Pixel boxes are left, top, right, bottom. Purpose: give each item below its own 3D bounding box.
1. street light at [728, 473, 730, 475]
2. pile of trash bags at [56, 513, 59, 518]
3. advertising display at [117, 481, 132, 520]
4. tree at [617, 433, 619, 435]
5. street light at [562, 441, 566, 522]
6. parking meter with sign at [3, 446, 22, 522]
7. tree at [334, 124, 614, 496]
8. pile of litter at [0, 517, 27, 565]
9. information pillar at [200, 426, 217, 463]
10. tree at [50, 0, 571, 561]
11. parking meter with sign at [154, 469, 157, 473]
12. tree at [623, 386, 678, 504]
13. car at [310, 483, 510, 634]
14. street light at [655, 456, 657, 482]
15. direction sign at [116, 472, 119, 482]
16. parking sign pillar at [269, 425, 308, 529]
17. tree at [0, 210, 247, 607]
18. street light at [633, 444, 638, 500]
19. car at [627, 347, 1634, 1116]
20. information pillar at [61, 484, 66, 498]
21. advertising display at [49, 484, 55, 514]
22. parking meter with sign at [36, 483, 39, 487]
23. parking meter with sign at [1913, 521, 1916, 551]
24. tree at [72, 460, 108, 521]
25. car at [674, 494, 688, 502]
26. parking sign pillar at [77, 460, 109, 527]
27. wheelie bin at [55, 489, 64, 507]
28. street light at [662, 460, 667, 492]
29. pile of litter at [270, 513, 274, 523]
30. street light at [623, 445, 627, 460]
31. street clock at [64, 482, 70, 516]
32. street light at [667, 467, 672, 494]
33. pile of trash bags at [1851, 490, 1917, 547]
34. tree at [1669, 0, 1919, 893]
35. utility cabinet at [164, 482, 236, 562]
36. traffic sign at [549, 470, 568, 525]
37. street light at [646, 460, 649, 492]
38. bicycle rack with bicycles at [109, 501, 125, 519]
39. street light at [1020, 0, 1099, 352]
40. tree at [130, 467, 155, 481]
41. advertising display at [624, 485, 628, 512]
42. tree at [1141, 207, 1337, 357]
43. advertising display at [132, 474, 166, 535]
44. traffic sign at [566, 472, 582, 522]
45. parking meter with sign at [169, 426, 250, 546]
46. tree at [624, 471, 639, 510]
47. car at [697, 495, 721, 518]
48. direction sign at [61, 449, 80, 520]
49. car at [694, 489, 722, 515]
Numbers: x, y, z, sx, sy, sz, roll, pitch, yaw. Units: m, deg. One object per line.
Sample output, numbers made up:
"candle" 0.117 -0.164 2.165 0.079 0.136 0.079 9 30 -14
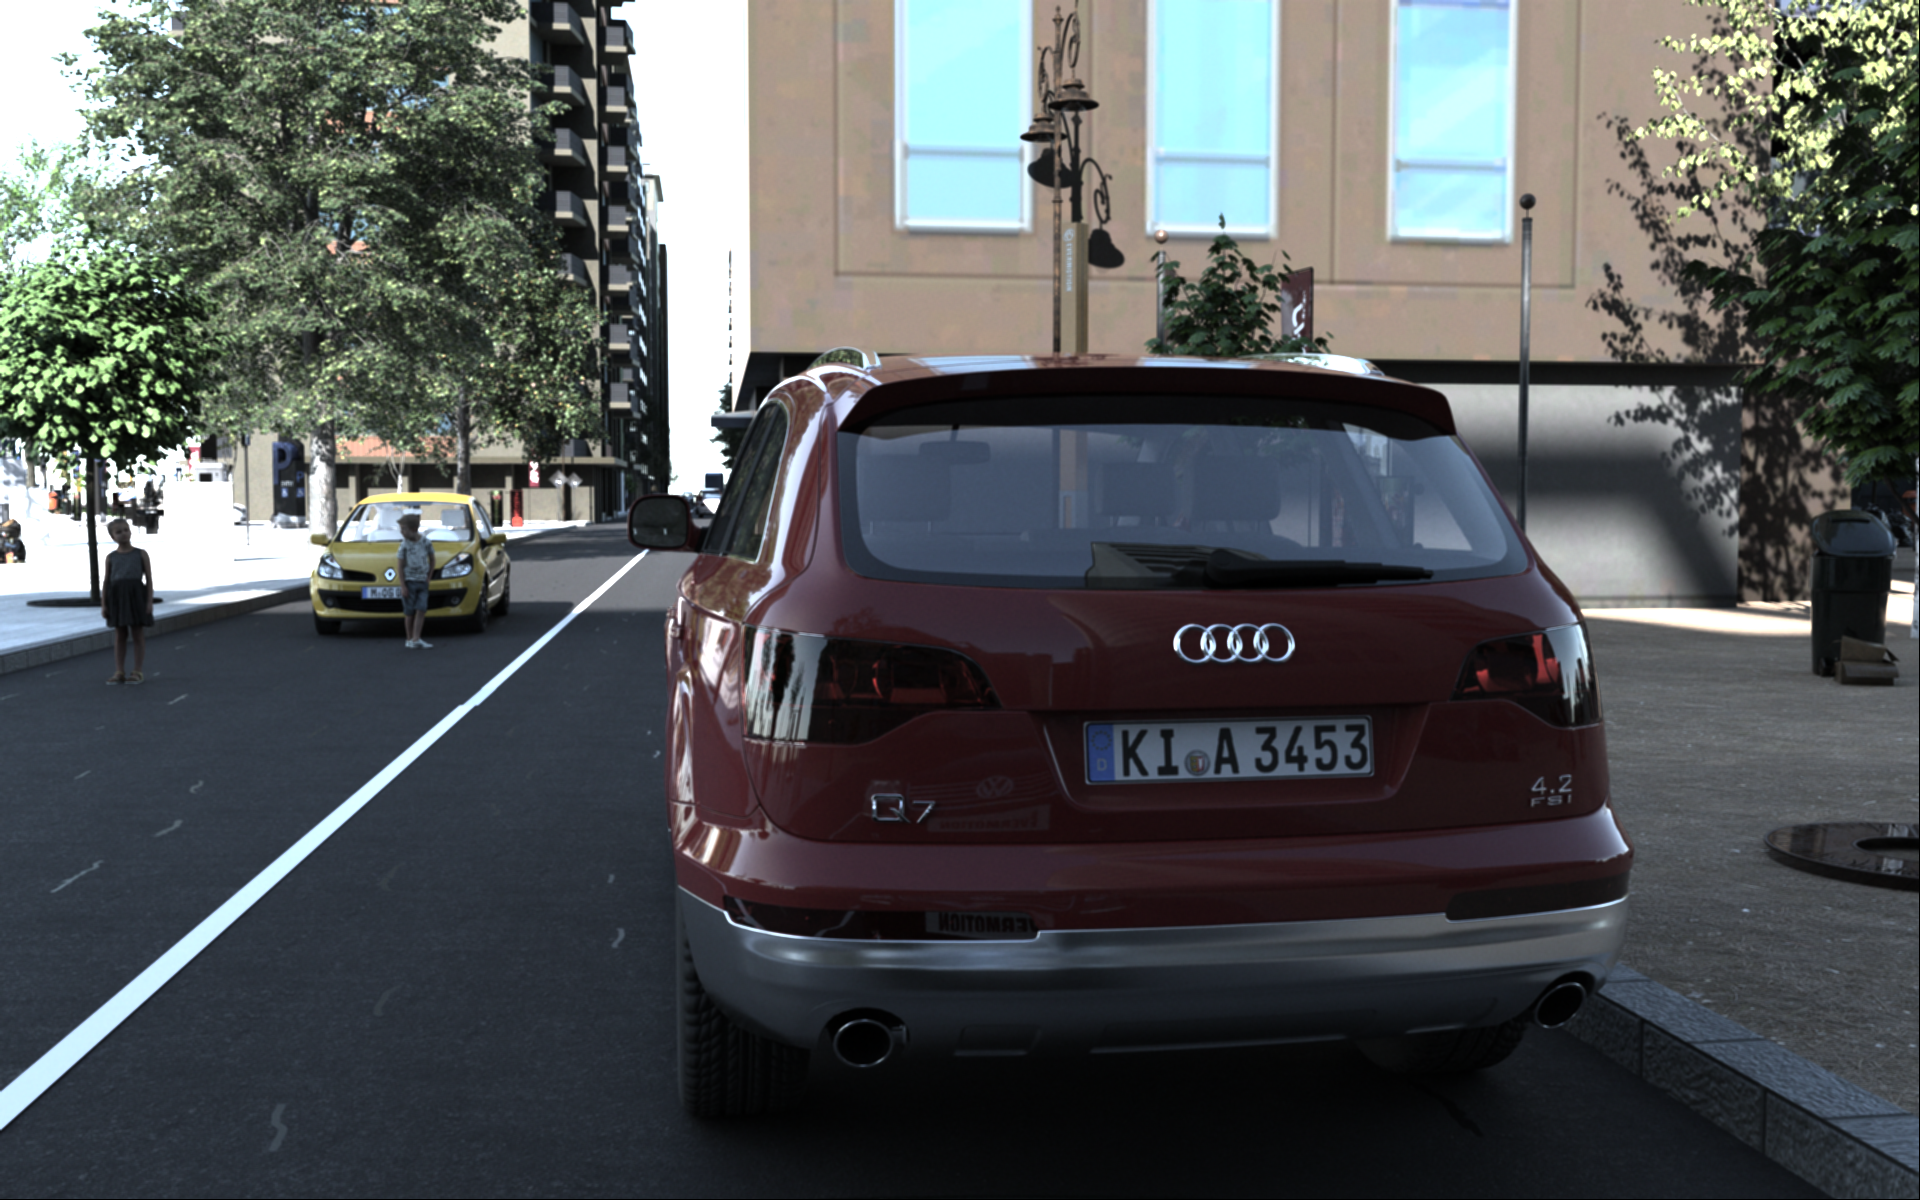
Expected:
"street light" -41.602 -20.742 311.910 0.468 5.910 1.993 -1 4 -8
"pile of trash bags" -50.543 -5.188 94.582 3.447 1.369 1.912 1 4 23
"advertising display" -41.575 -4.977 86.581 0.974 1.923 0.123 -2 4 -27
"tree" -23.685 -9.832 111.123 4.737 8.622 4.395 0 3 0
"street light" -18.167 -6.516 79.323 0.468 5.910 1.993 -1 4 -8
"parking meter with sign" -35.056 -4.075 62.895 0.543 3.016 1.738 3 5 39
"tree" -15.035 -8.289 52.533 9.611 12.733 9.660 0 3 0
"pile of litter" -17.831 -1.102 31.980 1.176 0.858 1.719 -1 4 -11
"information pillar" -23.045 -3.778 53.130 0.504 3.616 0.183 -3 5 -42
"tree" -12.433 -7.743 33.247 9.857 13.997 8.962 0 3 0
"parking meter with sign" -55.948 -7.679 121.816 1.738 3.016 0.543 1 4 11
"tree" -28.408 -13.181 149.917 8.767 10.594 7.601 0 4 -1
"car" -5.963 -0.539 19.033 2.015 1.641 3.980 -1 4 -9
"street light" -36.855 -14.497 209.814 0.468 5.910 1.993 -1 4 -8
"direction sign" -68.570 -9.118 141.077 0.379 3.537 0.876 -1 4 -15
"parking sign pillar" -25.018 -4.654 64.559 1.447 3.967 1.447 2 4 31
"tree" -10.098 -2.236 20.268 4.285 4.588 4.351 0 3 0
"street light" -29.054 -11.141 154.940 0.468 5.910 1.993 -1 4 -8
"car" 0.066 0.184 5.664 2.281 1.827 5.304 -1 4 -10
"information pillar" -67.560 -7.710 130.555 0.304 2.012 0.304 -3 4 -36
"advertising display" -57.950 -6.444 110.574 0.123 1.923 0.974 -1 4 -16
"parking meter with sign" -62.440 -7.386 117.025 0.543 3.016 1.738 1 4 15
"parking meter with sign" 22.239 -2.590 38.608 1.738 3.016 0.543 0 4 -2
"tree" -41.252 -5.358 82.198 1.663 3.219 1.824 0 3 0
"car" -29.023 -10.190 178.399 2.131 1.459 4.920 0 4 -7
"parking sign pillar" -33.502 -4.815 67.197 1.447 3.967 1.447 -1 4 -15
"wheelie bin" -60.436 -6.596 115.760 0.980 1.594 0.693 -2 4 -31
"street light" -40.801 -16.201 237.680 0.468 5.910 1.993 -1 4 -8
"pile of litter" -30.009 -3.870 77.244 1.176 0.858 1.719 3 5 44
"street light" -26.029 -9.864 134.068 0.468 5.910 1.993 -1 4 -8
"street clock" -52.670 -5.971 102.203 0.358 2.002 0.471 0 4 -7
"street light" -44.865 -17.906 265.552 0.468 5.910 1.993 -1 4 -8
"pile of trash bags" 22.396 -1.987 42.234 3.447 1.369 1.912 -2 4 -31
"tree" 3.331 -0.683 5.775 1.663 3.219 1.824 0 3 0
"utility cabinet" -14.267 -1.457 32.509 1.173 1.500 0.318 -1 4 -16
"traffic sign" -16.489 -4.129 71.158 0.795 2.450 0.064 -1 4 -8
"street light" -32.871 -12.815 182.317 0.468 5.910 1.993 -1 4 -8
"bicycle rack with bicycles" -43.839 -4.784 91.597 2.852 0.926 2.925 -1 4 -10
"street light" 0.928 -2.677 16.556 0.468 5.910 1.993 -1 4 -8
"tree" -48.201 -6.614 102.743 1.663 3.219 1.824 0 3 0
"advertising display" -24.042 -7.307 124.687 0.123 1.923 0.974 0 4 -4
"tree" 1.672 -1.052 11.807 1.663 3.219 1.824 0 3 0
"advertising display" -25.564 -3.029 54.741 0.974 1.923 0.123 0 4 4
"traffic sign" -17.626 -4.613 79.062 0.795 2.450 0.064 -1 4 -8
"parking meter with sign" -18.297 -2.816 42.304 1.738 3.016 0.543 -1 4 -10
"tree" -27.276 -9.079 143.048 1.663 3.219 1.824 0 3 0
"car" -14.907 -5.662 104.928 2.083 1.381 4.827 -1 4 -9
"direction sign" -44.740 -5.819 87.133 0.876 3.537 0.379 -1 4 -14
"car" -17.757 -6.992 122.993 2.281 1.827 5.304 -1 4 -8
